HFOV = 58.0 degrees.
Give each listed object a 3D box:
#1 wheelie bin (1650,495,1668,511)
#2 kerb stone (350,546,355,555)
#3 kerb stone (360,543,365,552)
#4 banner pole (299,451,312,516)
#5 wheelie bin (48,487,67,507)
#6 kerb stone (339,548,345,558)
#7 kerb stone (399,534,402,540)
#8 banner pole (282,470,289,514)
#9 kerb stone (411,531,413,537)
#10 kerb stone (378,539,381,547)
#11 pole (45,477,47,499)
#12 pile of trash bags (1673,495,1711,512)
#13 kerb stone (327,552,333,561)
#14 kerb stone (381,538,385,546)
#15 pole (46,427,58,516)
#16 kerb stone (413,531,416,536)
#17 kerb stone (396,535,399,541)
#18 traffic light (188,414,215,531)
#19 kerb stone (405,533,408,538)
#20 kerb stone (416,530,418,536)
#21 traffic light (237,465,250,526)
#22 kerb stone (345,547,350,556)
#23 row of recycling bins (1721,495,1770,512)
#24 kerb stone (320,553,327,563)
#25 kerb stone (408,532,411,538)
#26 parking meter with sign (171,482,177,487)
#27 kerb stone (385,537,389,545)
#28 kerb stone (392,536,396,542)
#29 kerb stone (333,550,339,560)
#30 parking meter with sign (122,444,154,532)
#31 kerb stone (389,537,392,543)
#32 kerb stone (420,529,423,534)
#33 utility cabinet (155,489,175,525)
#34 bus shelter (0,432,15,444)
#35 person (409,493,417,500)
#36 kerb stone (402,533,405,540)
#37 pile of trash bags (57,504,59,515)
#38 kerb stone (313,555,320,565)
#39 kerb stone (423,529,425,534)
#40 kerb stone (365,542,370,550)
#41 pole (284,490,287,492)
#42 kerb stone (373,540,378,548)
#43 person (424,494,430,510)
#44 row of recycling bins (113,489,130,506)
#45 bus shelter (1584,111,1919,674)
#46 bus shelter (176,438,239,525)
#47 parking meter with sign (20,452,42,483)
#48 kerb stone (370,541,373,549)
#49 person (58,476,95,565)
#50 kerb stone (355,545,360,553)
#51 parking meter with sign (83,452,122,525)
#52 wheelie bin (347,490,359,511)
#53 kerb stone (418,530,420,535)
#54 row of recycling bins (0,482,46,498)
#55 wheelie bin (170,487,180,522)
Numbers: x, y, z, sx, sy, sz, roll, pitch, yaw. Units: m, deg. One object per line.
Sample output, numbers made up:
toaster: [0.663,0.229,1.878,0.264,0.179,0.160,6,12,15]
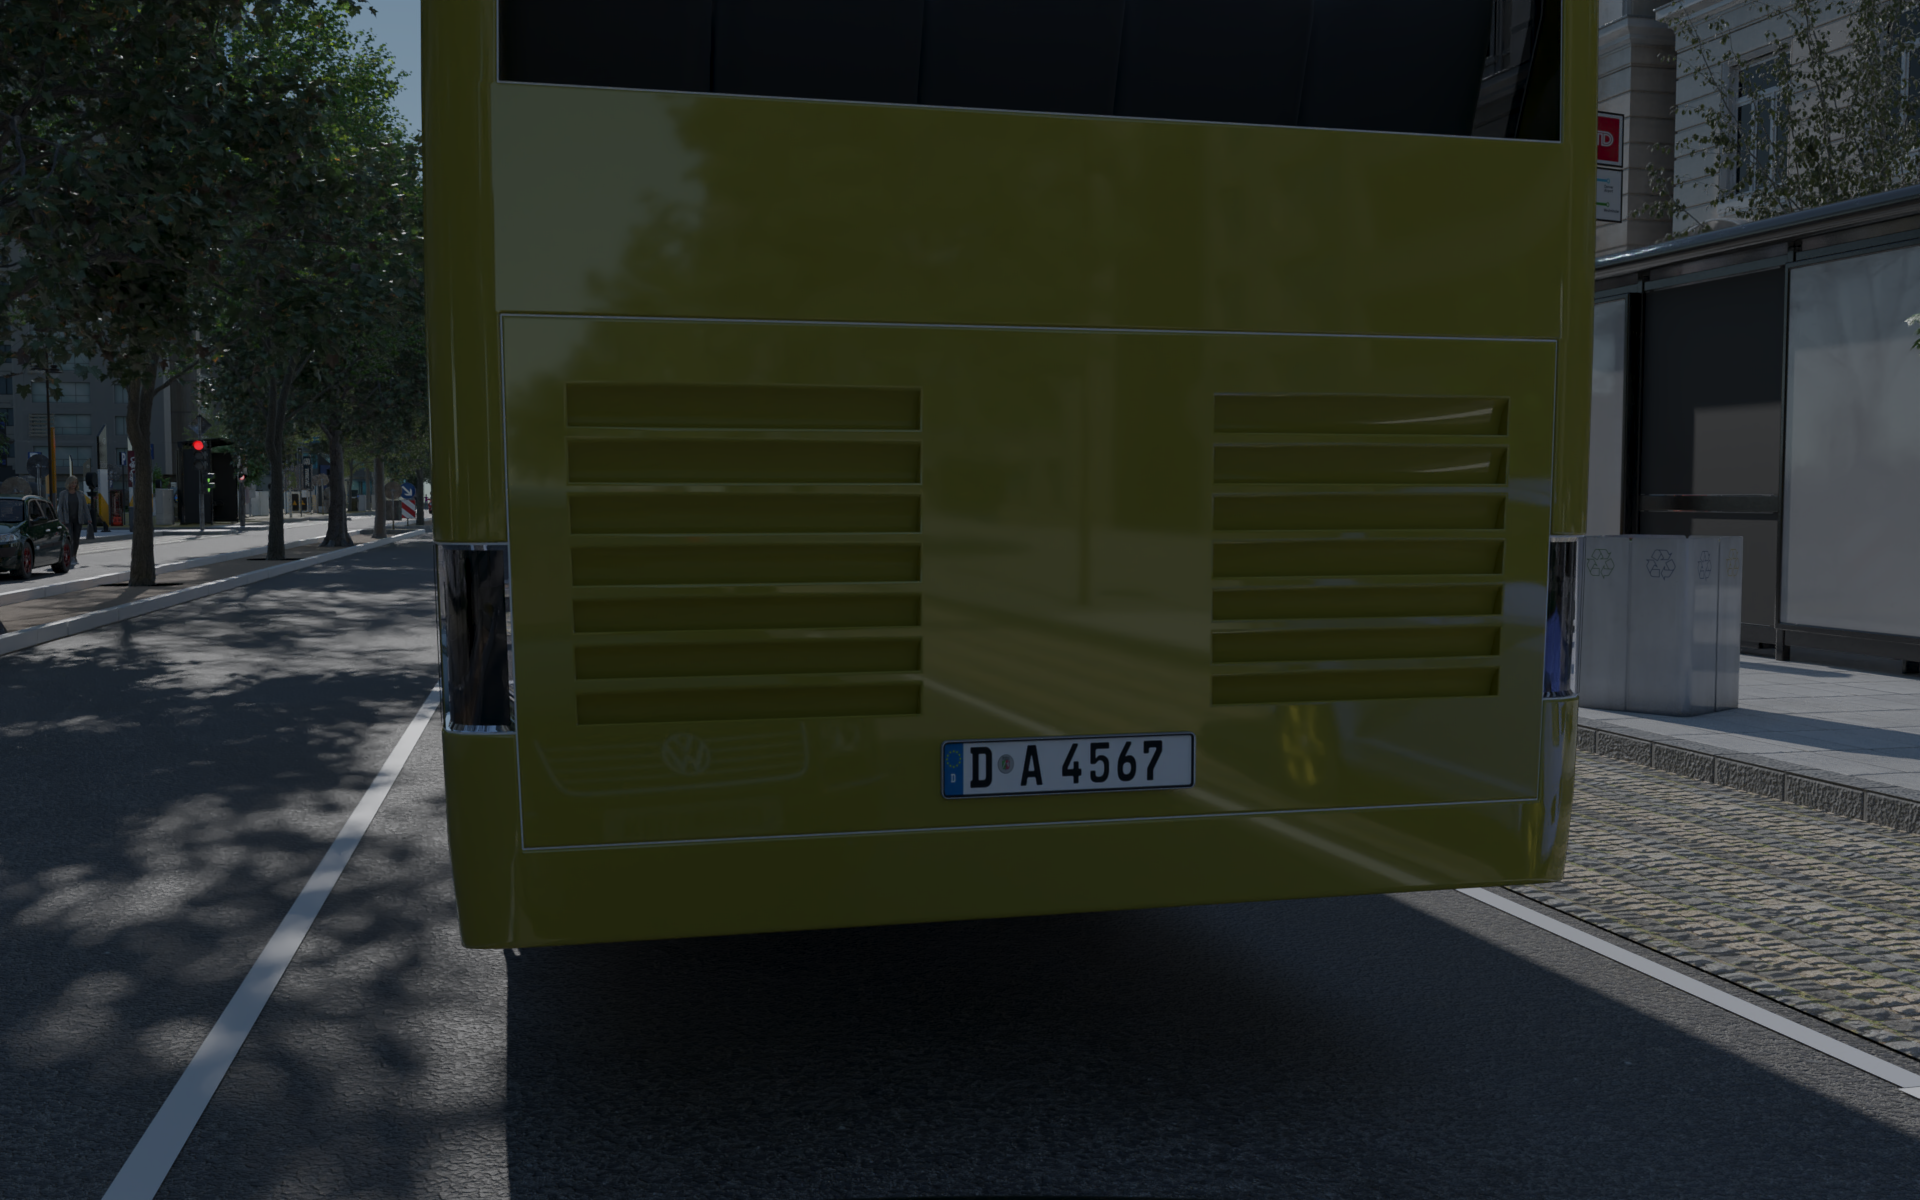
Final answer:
wheelie bin: [12.645,-1.473,31.989,0.693,1.594,0.980,-2,4,-24]
kerb stone: [-14.472,-1.145,40.922,0.120,0.150,1.000,-1,4,-13]
kerb stone: [-14.932,-1.268,42.928,0.120,0.150,1.000,-1,4,-13]
banner pole: [-38.131,-6.774,100.767,0.863,3.779,0.401,-3,5,-42]
wheelie bin: [-42.965,-4.571,82.647,0.980,1.594,0.693,-1,4,-23]
kerb stone: [-14.007,-1.023,38.926,0.120,0.150,1.000,-1,4,-13]
kerb stone: [-17.240,-1.880,52.925,0.120,0.150,1.000,-1,4,-13]
banner pole: [-43.907,-7.483,112.356,0.863,3.779,0.401,2,4,28]
kerb stone: [-18.164,-2.124,56.923,0.120,0.150,1.000,-1,4,-13]
kerb stone: [-15.862,-1.513,46.933,0.120,0.150,1.000,-1,4,-13]
pole: [-60.990,-7.457,115.767,0.158,3.312,0.155,0,3,0]
pile of trash bags: [10.479,-0.997,26.047,1.912,1.369,3.447,0,4,3]
kerb stone: [-13.551,-0.901,36.919,0.120,0.150,1.000,-1,4,-13]
kerb stone: [-16.088,-1.570,47.933,0.120,0.150,1.000,-1,4,-13]
pole: [-27.779,-3.620,53.037,0.158,3.312,0.155,0,3,0]
kerb stone: [-18.393,-2.185,57.920,0.120,0.150,1.000,-1,4,-13]
kerb stone: [-17.010,-1.813,51.928,0.120,0.150,1.000,-1,4,-13]
traffic light: [-26.638,-4.397,60.819,0.839,4.253,0.868,-1,4,-13]
kerb stone: [-17.703,-2.002,54.931,0.120,0.150,1.000,-1,4,-13]
kerb stone: [-18.628,-2.242,58.915,0.120,0.150,1.000,-1,4,-13]
traffic light: [-26.416,-5.776,69.101,4.771,5.953,1.251,-1,4,-13]
kerb stone: [-14.244,-1.084,39.921,0.120,0.150,1.000,-1,4,-13]
row of recycling bins: [13.900,-1.307,28.483,1.069,1.692,3.534,-1,4,-15]
kerb stone: [-13.316,-0.840,35.925,0.120,0.150,1.000,-1,4,-13]
kerb stone: [-17.931,-2.061,55.927,0.120,0.150,1.000,-1,4,-13]
parking meter with sign: [-50.623,-7.078,111.978,1.738,3.016,0.543,3,5,39]
kerb stone: [-16.315,-1.635,48.929,0.120,0.150,1.000,-1,4,-13]
kerb stone: [-16.784,-1.757,50.927,0.120,0.150,1.000,-1,4,-13]
kerb stone: [-13.776,-0.959,37.918,0.120,0.150,1.000,-1,4,-13]
parking meter with sign: [-27.971,-3.844,59.117,0.543,3.016,1.738,-1,4,-13]
kerb stone: [-16.550,-1.696,49.932,0.120,0.150,1.000,-1,4,-13]
kerb stone: [-19.090,-2.368,60.913,0.120,0.150,1.000,-1,4,-13]
utility cabinet: [-32.766,-3.836,71.405,0.318,1.500,1.173,0,4,-4]
bus shelter: [-28.334,-3.334,48.427,2.014,3.302,5.546,-1,4,-13]
person: [-40.628,-7.330,128.524,0.592,1.802,0.473,3,4,36]
kerb stone: [-17.477,-1.936,53.932,0.120,0.150,1.000,-1,4,-13]
pile of trash bags: [-39.454,-3.930,74.006,3.447,1.369,1.912,-2,4,-25]
kerb stone: [-13.090,-0.779,34.928,0.120,0.150,1.000,-1,4,-13]
kerb stone: [-19.318,-2.427,61.910,0.120,0.150,1.000,-1,4,-13]
kerb stone: [-15.159,-1.329,43.928,0.120,0.150,1.000,-1,4,-13]
pole: [-53.464,-8.771,137.244,0.158,3.312,0.155,0,3,0]
kerb stone: [-15.630,-1.448,45.935,0.120,0.150,1.000,-1,4,-13]
person: [-49.038,-9.018,159.165,0.991,1.433,0.599,-1,4,-10]
row of recycling bins: [-63.875,-7.612,131.569,1.069,1.692,3.534,-3,5,-40]
bus shelter: [6.543,-2.323,15.620,2.179,5.291,8.768,-1,4,-13]
bus shelter: [-32.308,-5.113,74.878,1.731,3.624,6.357,-1,4,-13]
parking meter with sign: [-38.297,-4.572,71.005,0.543,3.016,1.738,0,4,-2]
kerb stone: [-15.402,-1.391,44.936,0.120,0.150,1.000,-1,4,-13]
person: [-17.886,-1.614,35.077,0.709,1.800,0.728,-3,4,-37]
kerb stone: [-14.709,-1.205,41.923,0.120,0.150,1.000,-1,4,-13]
parking meter with sign: [-35.590,-4.626,71.904,1.738,3.016,0.543,0,4,-6]
wheelie bin: [-45.385,-7.443,129.597,0.980,1.594,0.693,0,4,-3]
kerb stone: [-18.859,-2.305,59.912,0.120,0.150,1.000,-1,4,-13]
row of recycling bins: [-32.278,-3.156,58.719,1.069,1.692,3.534,0,4,7]
wheelie bin: [-36.139,-4.393,79.736,0.980,1.594,0.693,2,4,33]
